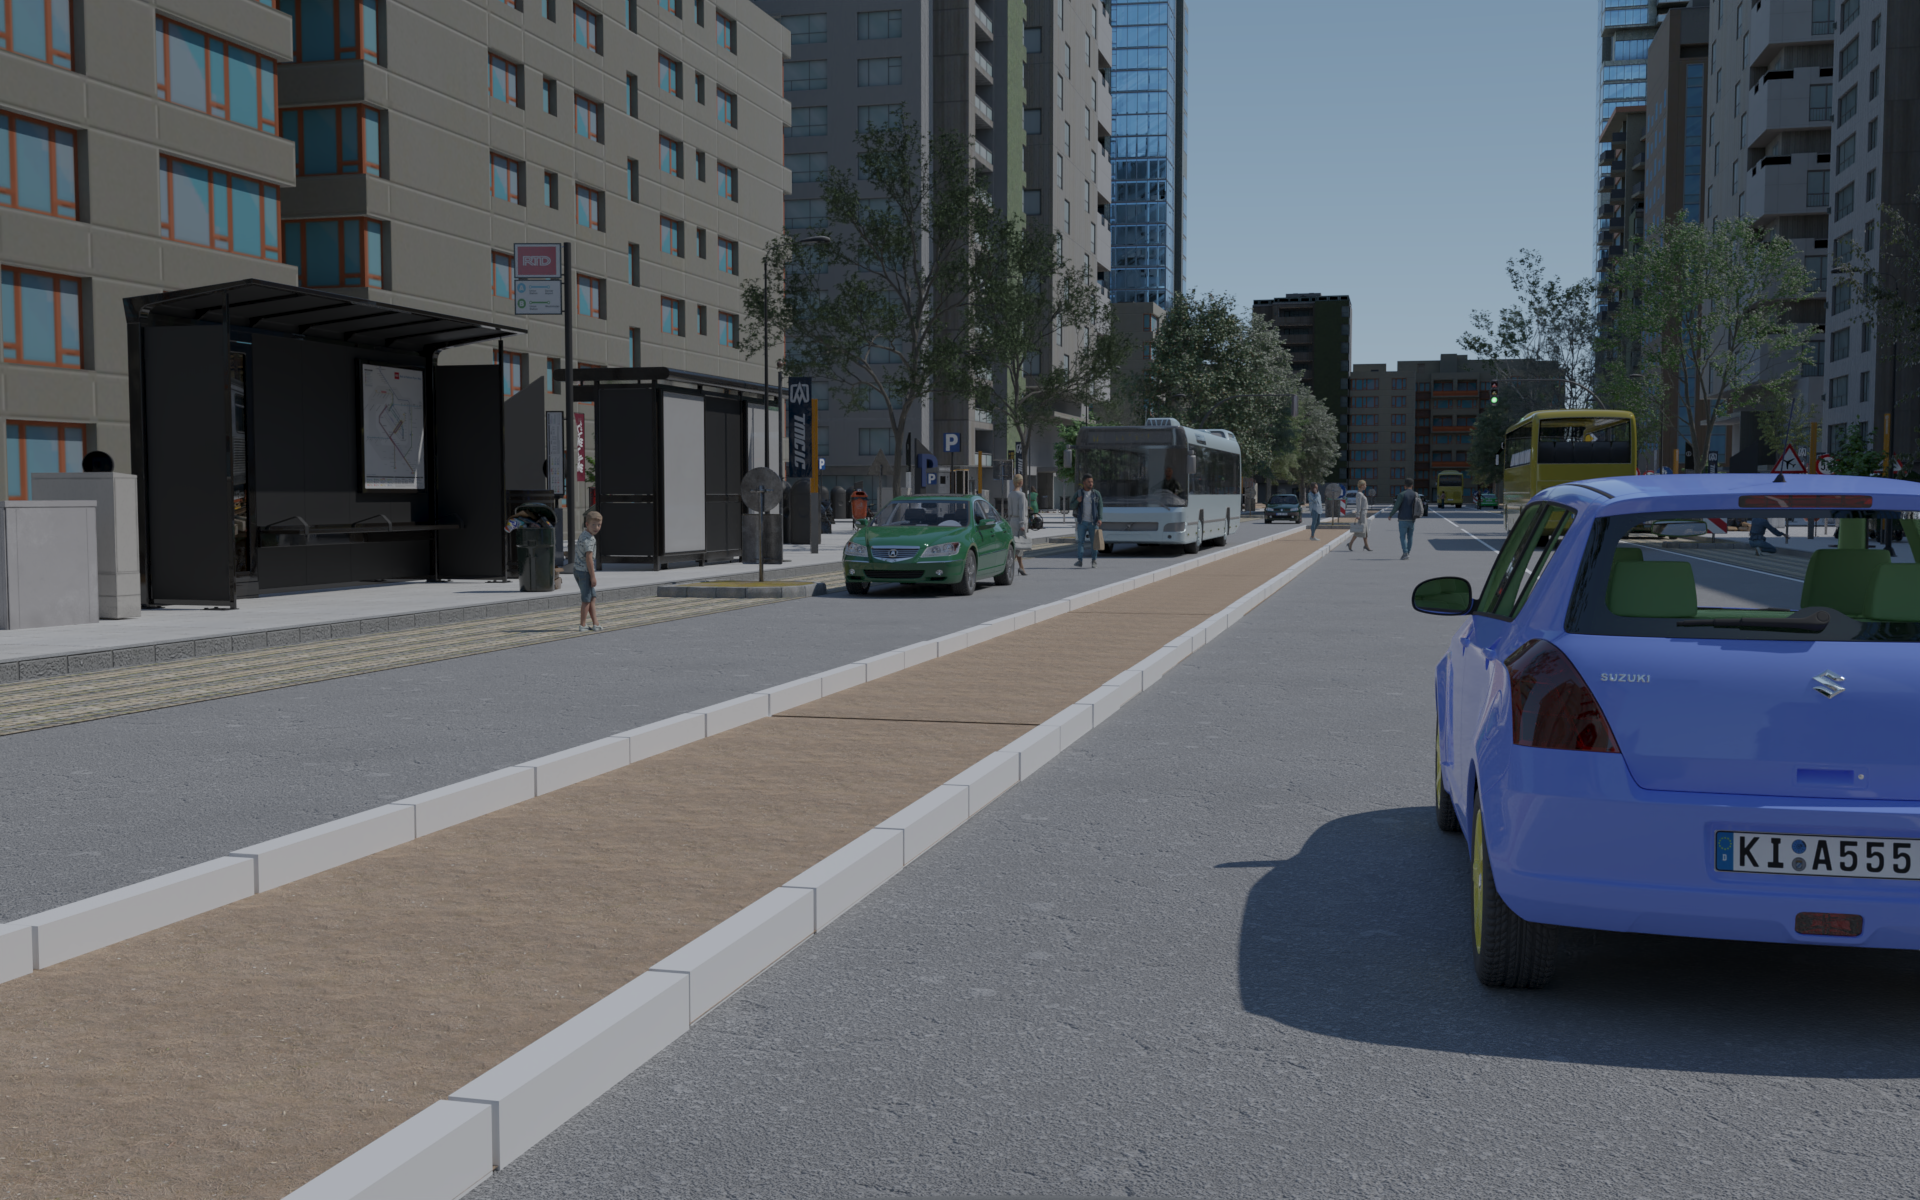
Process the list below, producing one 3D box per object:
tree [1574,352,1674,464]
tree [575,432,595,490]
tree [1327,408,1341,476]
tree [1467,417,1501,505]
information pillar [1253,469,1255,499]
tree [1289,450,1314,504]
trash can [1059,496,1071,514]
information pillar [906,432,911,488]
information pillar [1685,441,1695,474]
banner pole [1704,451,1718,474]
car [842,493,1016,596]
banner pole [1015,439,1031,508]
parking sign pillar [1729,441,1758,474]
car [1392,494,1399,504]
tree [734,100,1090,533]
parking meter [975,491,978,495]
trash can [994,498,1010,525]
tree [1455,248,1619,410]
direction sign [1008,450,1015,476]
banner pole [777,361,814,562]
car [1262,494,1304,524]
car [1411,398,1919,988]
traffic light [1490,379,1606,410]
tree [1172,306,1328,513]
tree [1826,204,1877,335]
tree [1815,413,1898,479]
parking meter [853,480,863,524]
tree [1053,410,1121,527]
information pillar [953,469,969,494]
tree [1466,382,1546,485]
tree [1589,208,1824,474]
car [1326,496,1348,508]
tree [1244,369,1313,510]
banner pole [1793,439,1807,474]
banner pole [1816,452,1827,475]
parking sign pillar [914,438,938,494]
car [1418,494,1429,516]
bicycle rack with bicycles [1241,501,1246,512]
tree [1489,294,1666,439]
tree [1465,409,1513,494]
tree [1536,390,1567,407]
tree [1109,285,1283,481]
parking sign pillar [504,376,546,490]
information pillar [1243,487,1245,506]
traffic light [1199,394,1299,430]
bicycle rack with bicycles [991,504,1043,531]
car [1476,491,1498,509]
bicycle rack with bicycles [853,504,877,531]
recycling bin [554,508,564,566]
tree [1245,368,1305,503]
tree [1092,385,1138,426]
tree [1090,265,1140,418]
[{"bbox_3d":[34.693,-8.531,89.841,4.737,8.622,4.395,0,3,0],"label":"tree"},{"bbox_3d":[-9.465,-3.165,46.346,1.663,3.219,1.824,0,3,0],"label":"tree"},{"bbox_3d":[39.014,-17.750,196.863,9.857,13.997,8.962,0,3,0],"label":"tree"},{"bbox_3d":[64.362,-16.639,206.455,8.767,10.594,7.601,2,4,30],"label":"tree"},{"bbox_3d":[21.883,-8.413,128.903,0.183,3.616,0.504,1,4,10],"label":"information pillar"},{"bbox_3d":[43.990,-16.544,220.853,4.360,8.622,3.978,0,3,0],"label":"tree"},{"bbox_3d":[6.775,-6.129,111.869,0.748,1.137,0.748,0,3,0],"label":"trash can"},{"bbox_3d":[-1.946,-4.535,65.505,0.183,3.616,0.504,-1,4,-15],"label":"information pillar"},{"bbox_3d":[32.274,-5.213,76.588,0.504,3.616,0.183,1,4,13],"label":"information pillar"},{"bbox_3d":[38.248,-6.020,88.448,0.863,3.779,0.401,1,4,15],"label":"banner pole"},{"bbox_3d":[-0.380,-0.873,26.066,2.131,1.459,4.920,1,4,13],"label":"car"},{"bbox_3d":[2.695,-5.049,72.574,0.863,3.779,0.401,1,4,19],"label":"banner pole"},{"bbox_3d":[39.280,-6.018,86.861,1.447,3.967,1.447,2,4,25],"label":"parking sign pillar"},{"bbox_3d":[45.568,-10.313,178.401,2.009,1.686,4.222,1,4,15],"label":"car"},{"bbox_3d":[-1.679,-6.586,42.087,8.767,10.594,7.601,1,4,10],"label":"tree"},{"bbox_3d":[1.018,-5.227,93.870,0.372,1.533,0.369,0,3,0],"label":"parking meter"},{"bbox_3d":[1.692,-3.481,68.564,0.748,1.137,0.748,0,3,0],"label":"trash can"},{"bbox_3d":[44.422,-17.133,136.014,12.611,20.169,13.585,0,3,0],"label":"tree"},{"bbox_3d":[2.896,-5.953,89.329,0.876,3.537,0.379,-1,4,-12],"label":"direction sign"},{"bbox_3d":[-3.160,-2.606,32.618,0.863,3.779,0.401,1,4,14],"label":"banner pole"},{"bbox_3d":[15.763,-4.563,84.392,2.009,1.686,4.222,1,4,13],"label":"car"},{"bbox_3d":[2.608,0.212,6.133,1.945,1.707,3.694,1,4,13],"label":"car"},{"bbox_3d":[23.335,-5.727,68.297,4.771,5.953,1.251,1,4,14],"label":"traffic light"},{"bbox_3d":[19.144,-13.015,119.442,9.857,13.997,8.962,0,3,0],"label":"tree"},{"bbox_3d":[17.953,-4.903,30.523,4.360,8.622,3.978,0,3,0],"label":"tree"},{"bbox_3d":[21.445,-2.869,41.509,1.663,3.219,1.824,0,3,0],"label":"tree"},{"bbox_3d":[-4.364,-4.191,74.233,0.399,1.863,0.255,-1,4,-21],"label":"parking meter"},{"bbox_3d":[5.019,-5.076,66.703,4.285,4.588,4.351,0,3,0],"label":"tree"},{"bbox_3d":[0.059,-2.898,51.871,0.304,2.012,0.304,2,4,27],"label":"information pillar"},{"bbox_3d":[60.406,-17.354,190.386,9.857,13.997,8.962,0,3,0],"label":"tree"},{"bbox_3d":[26.618,-8.334,62.014,9.928,11.665,9.643,0,3,0],"label":"tree"},{"bbox_3d":[37.376,-9.775,171.613,2.131,1.459,4.920,1,4,14],"label":"car"},{"bbox_3d":[23.743,-13.068,139.425,9.928,11.665,9.643,0,3,0],"label":"tree"},{"bbox_3d":[37.956,-5.406,78.406,0.401,3.779,0.863,-2,4,-28],"label":"banner pole"},{"bbox_3d":[45.232,-6.204,91.449,0.863,3.779,0.401,2,4,29],"label":"banner pole"},{"bbox_3d":[-1.603,-5.838,83.929,1.447,3.967,1.447,3,5,44],"label":"parking sign pillar"},{"bbox_3d":[29.467,-6.280,112.470,2.009,1.686,4.222,1,4,13],"label":"car"},{"bbox_3d":[19.816,-6.857,125.488,2.852,0.926,2.925,-3,5,-40],"label":"bicycle rack with bicycles"},{"bbox_3d":[38.056,-12.046,107.319,12.009,13.543,11.850,0,3,0],"label":"tree"},{"bbox_3d":[67.502,-18.292,217.206,7.486,12.596,7.792,0,3,0],"label":"tree"},{"bbox_3d":[41.394,-10.424,120.791,4.737,8.622,4.395,0,3,0],"label":"tree"},{"bbox_3d":[13.022,-10.903,95.265,9.611,12.733,9.660,0,3,0],"label":"tree"},{"bbox_3d":[-10.082,-3.105,39.234,1.447,3.967,1.447,-3,4,-38],"label":"parking sign pillar"},{"bbox_3d":[23.718,-8.615,145.348,0.304,2.012,0.304,-2,4,-29],"label":"information pillar"},{"bbox_3d":[13.044,-6.403,79.353,4.771,5.953,1.251,1,4,14],"label":"traffic light"},{"bbox_3d":[1.453,-2.878,60.440,2.925,0.926,2.852,0,4,1],"label":"bicycle rack with bicycles"},{"bbox_3d":[50.008,-9.504,164.179,1.959,1.807,4.718,1,4,14],"label":"car"},{"bbox_3d":[-2.758,-2.946,61.551,2.852,0.926,2.925,3,5,39],"label":"bicycle rack with bicycles"},{"bbox_3d":[-7.509,-1.108,30.663,0.722,1.027,0.722,1,4,18],"label":"recycling bin"},{"bbox_3d":[26.591,-14.214,150.533,7.486,12.596,7.792,0,3,0],"label":"tree"},{"bbox_3d":[9.727,-9.716,109.221,4.360,8.622,3.978,0,3,0],"label":"tree"},{"bbox_3d":[2.383,-7.525,57.443,8.767,10.594,7.601,3,5,39],"label":"tree"}]
